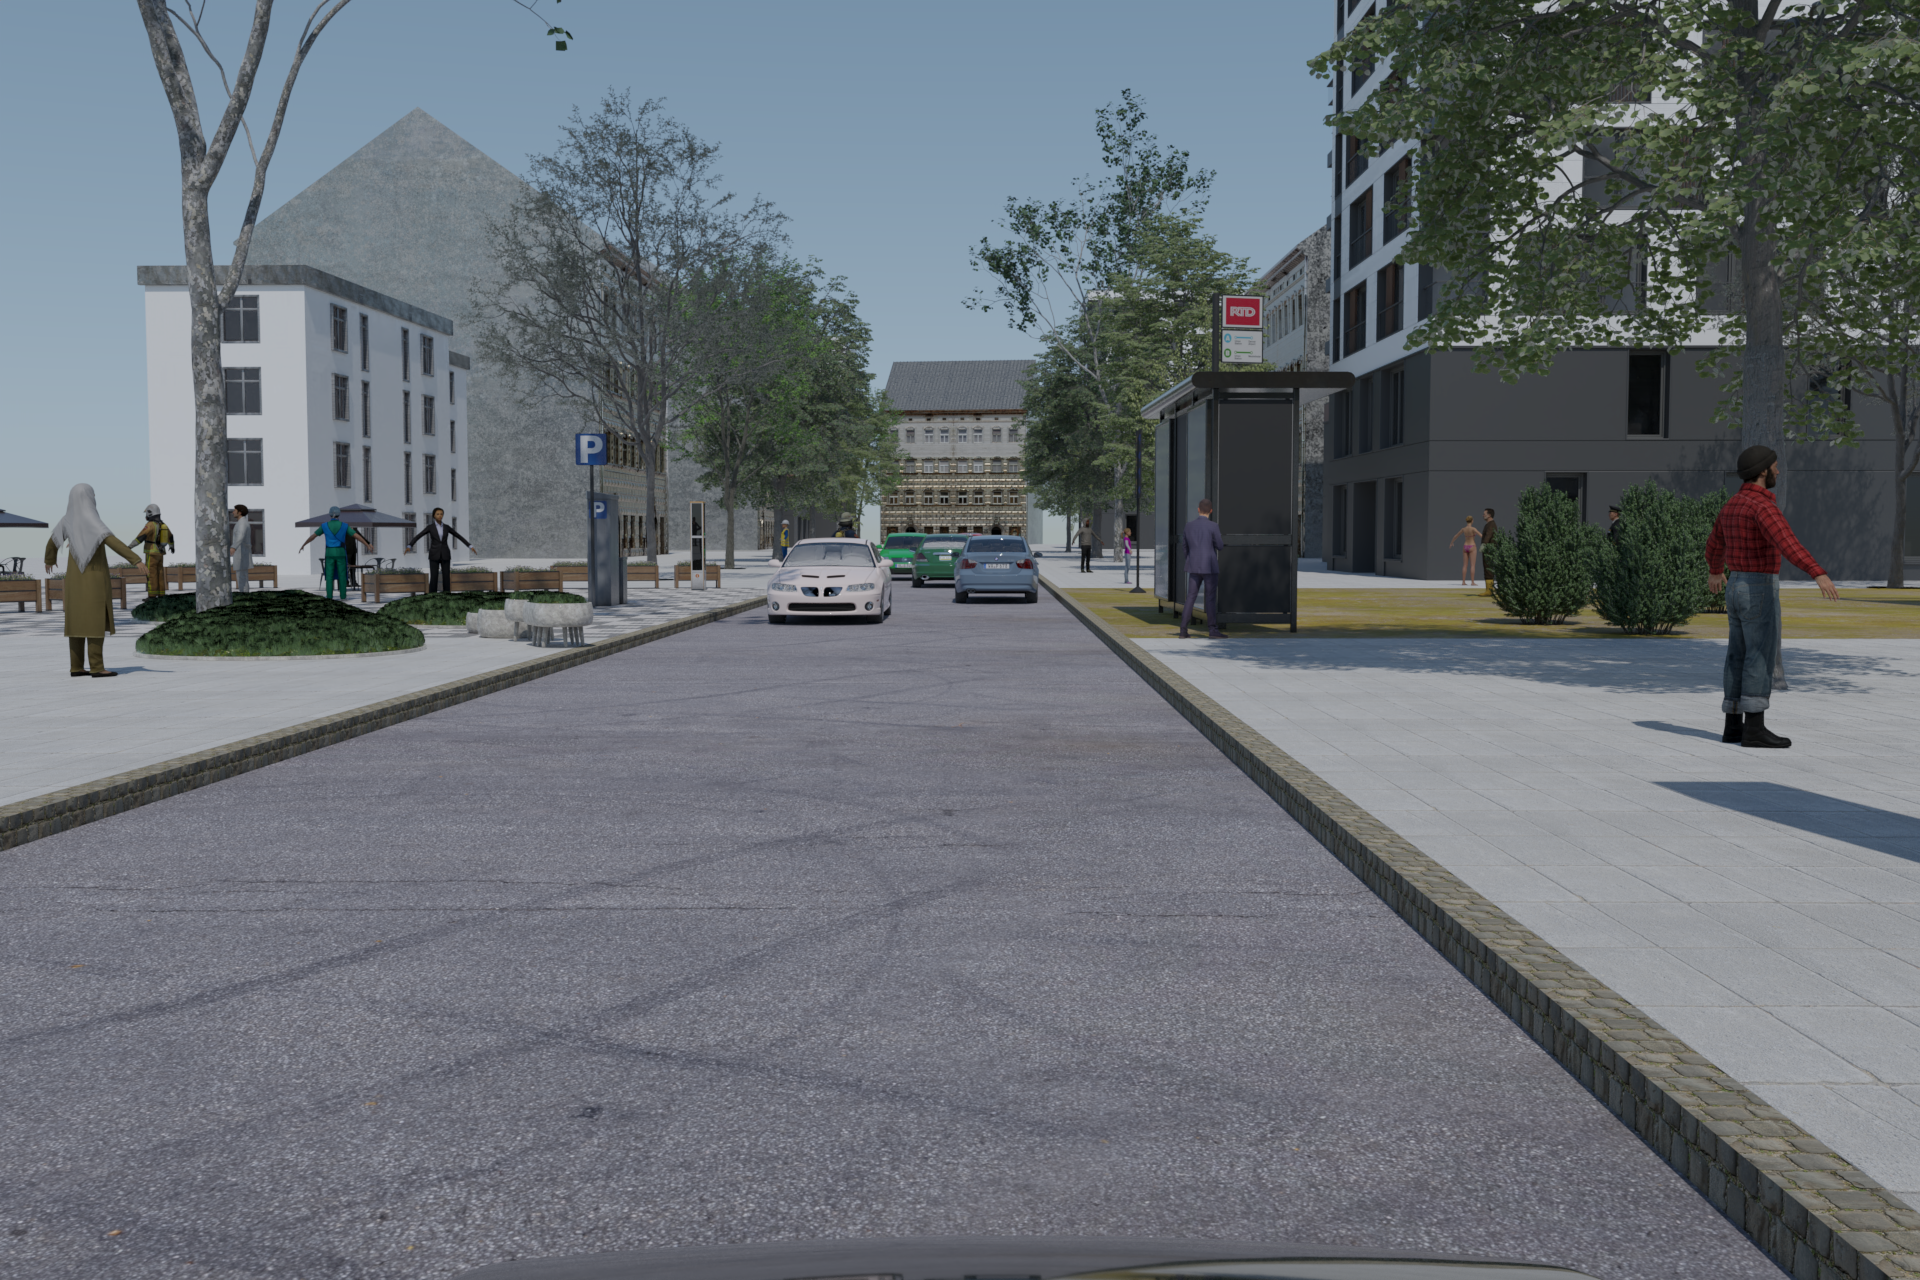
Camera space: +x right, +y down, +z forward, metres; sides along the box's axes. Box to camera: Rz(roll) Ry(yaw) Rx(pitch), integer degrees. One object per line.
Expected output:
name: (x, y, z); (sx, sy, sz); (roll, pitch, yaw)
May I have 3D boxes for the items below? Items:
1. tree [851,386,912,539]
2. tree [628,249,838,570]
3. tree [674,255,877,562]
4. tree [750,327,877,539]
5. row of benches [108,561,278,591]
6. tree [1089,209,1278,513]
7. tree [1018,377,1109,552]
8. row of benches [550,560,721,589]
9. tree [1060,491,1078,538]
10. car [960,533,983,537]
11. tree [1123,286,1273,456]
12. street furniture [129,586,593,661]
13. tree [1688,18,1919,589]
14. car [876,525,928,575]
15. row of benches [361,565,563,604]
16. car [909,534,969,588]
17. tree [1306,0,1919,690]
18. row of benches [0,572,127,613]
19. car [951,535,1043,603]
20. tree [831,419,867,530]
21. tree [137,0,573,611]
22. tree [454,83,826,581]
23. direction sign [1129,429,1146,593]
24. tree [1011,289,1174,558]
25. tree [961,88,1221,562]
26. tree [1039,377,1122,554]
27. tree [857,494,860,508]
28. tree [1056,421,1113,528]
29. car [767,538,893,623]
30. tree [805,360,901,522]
tree: (-7.240, -11.990, 121.799); (9.928, 11.665, 9.643); (0, 3, 0)
tree: (-8.317, -8.374, 62.663); (9.928, 11.665, 9.643); (0, 3, 0)
tree: (-8.462, -10.574, 79.538); (9.857, 13.997, 8.962); (0, 3, 0)
tree: (-8.226, -10.816, 94.965); (7.486, 12.596, 7.792); (0, 3, 0)
row of benches: (-17.598, -1.475, 39.574); (1.422, 0.672, 4.104); (2, 4, 34)
tree: (7.906, -8.750, 61.185); (7.486, 12.596, 7.792); (0, 3, 0)
tree: (7.685, -12.456, 121.781); (7.486, 12.596, 7.792); (0, 3, 0)
row of benches: (-7.727, -1.550, 40.798); (4.104, 0.672, 1.422); (-1, 4, -12)
tree: (14.063, -16.424, 218.899); (4.737, 8.622, 4.395); (0, 3, 0)
car: (0.496, -4.717, 86.171); (2.155, 1.783, 4.494); (0, 4, 1)
tree: (7.315, -6.196, 51.670); (4.737, 8.622, 4.395); (0, 3, 0)
street furniture: (-7.933, -0.423, 22.540); (5.734, 0.657, 10.072); (-1, 4, -22)
tree: (22.078, -7.940, 40.184); (12.009, 13.543, 11.850); (0, 3, 0)
car: (-1.649, -2.807, 54.692); (1.959, 1.807, 4.718); (0, 4, 1)
row of benches: (-9.646, -1.103, 33.490); (4.104, 0.672, 1.422); (-3, 5, -43)
car: (-0.366, -2.198, 47.742); (2.131, 1.459, 4.920); (0, 4, 0)
tree: (6.293, -5.865, 14.014); (7.486, 12.596, 7.792); (0, 3, 0)
row of benches: (-15.480, -0.770, 28.047); (1.422, 0.672, 4.104); (2, 4, 35)
car: (0.787, -1.544, 37.250); (2.014, 1.417, 4.499); (0, 4, 1)
tree: (-7.287, -9.335, 102.988); (4.737, 8.622, 4.395); (0, 3, 0)
tree: (-8.299, -10.004, 19.452); (12.611, 20.169, 13.585); (0, 3, 0)
tree: (-8.589, -8.391, 47.557); (12.009, 13.543, 11.850); (0, 3, 0)
direction sign: (3.880, -2.795, 37.700); (0.379, 3.537, 0.876); (0, 4, -1)
tree: (7.342, -11.320, 91.731); (9.857, 13.997, 8.962); (0, 3, 0)
tree: (6.346, -13.499, 76.592); (12.611, 20.169, 13.585); (0, 3, 0)
tree: (8.391, -11.397, 112.099); (9.928, 11.665, 9.643); (0, 3, 0)
tree: (-13.588, -16.089, 213.409); (4.360, 8.622, 3.978); (0, 3, 0)
tree: (7.523, -9.329, 102.890); (4.737, 8.622, 4.395); (0, 3, 0)
car: (-2.143, -1.036, 29.294); (2.083, 1.381, 4.827); (0, 4, 0)
tree: (-7.574, -11.875, 112.291); (7.486, 12.596, 7.792); (0, 3, 0)
